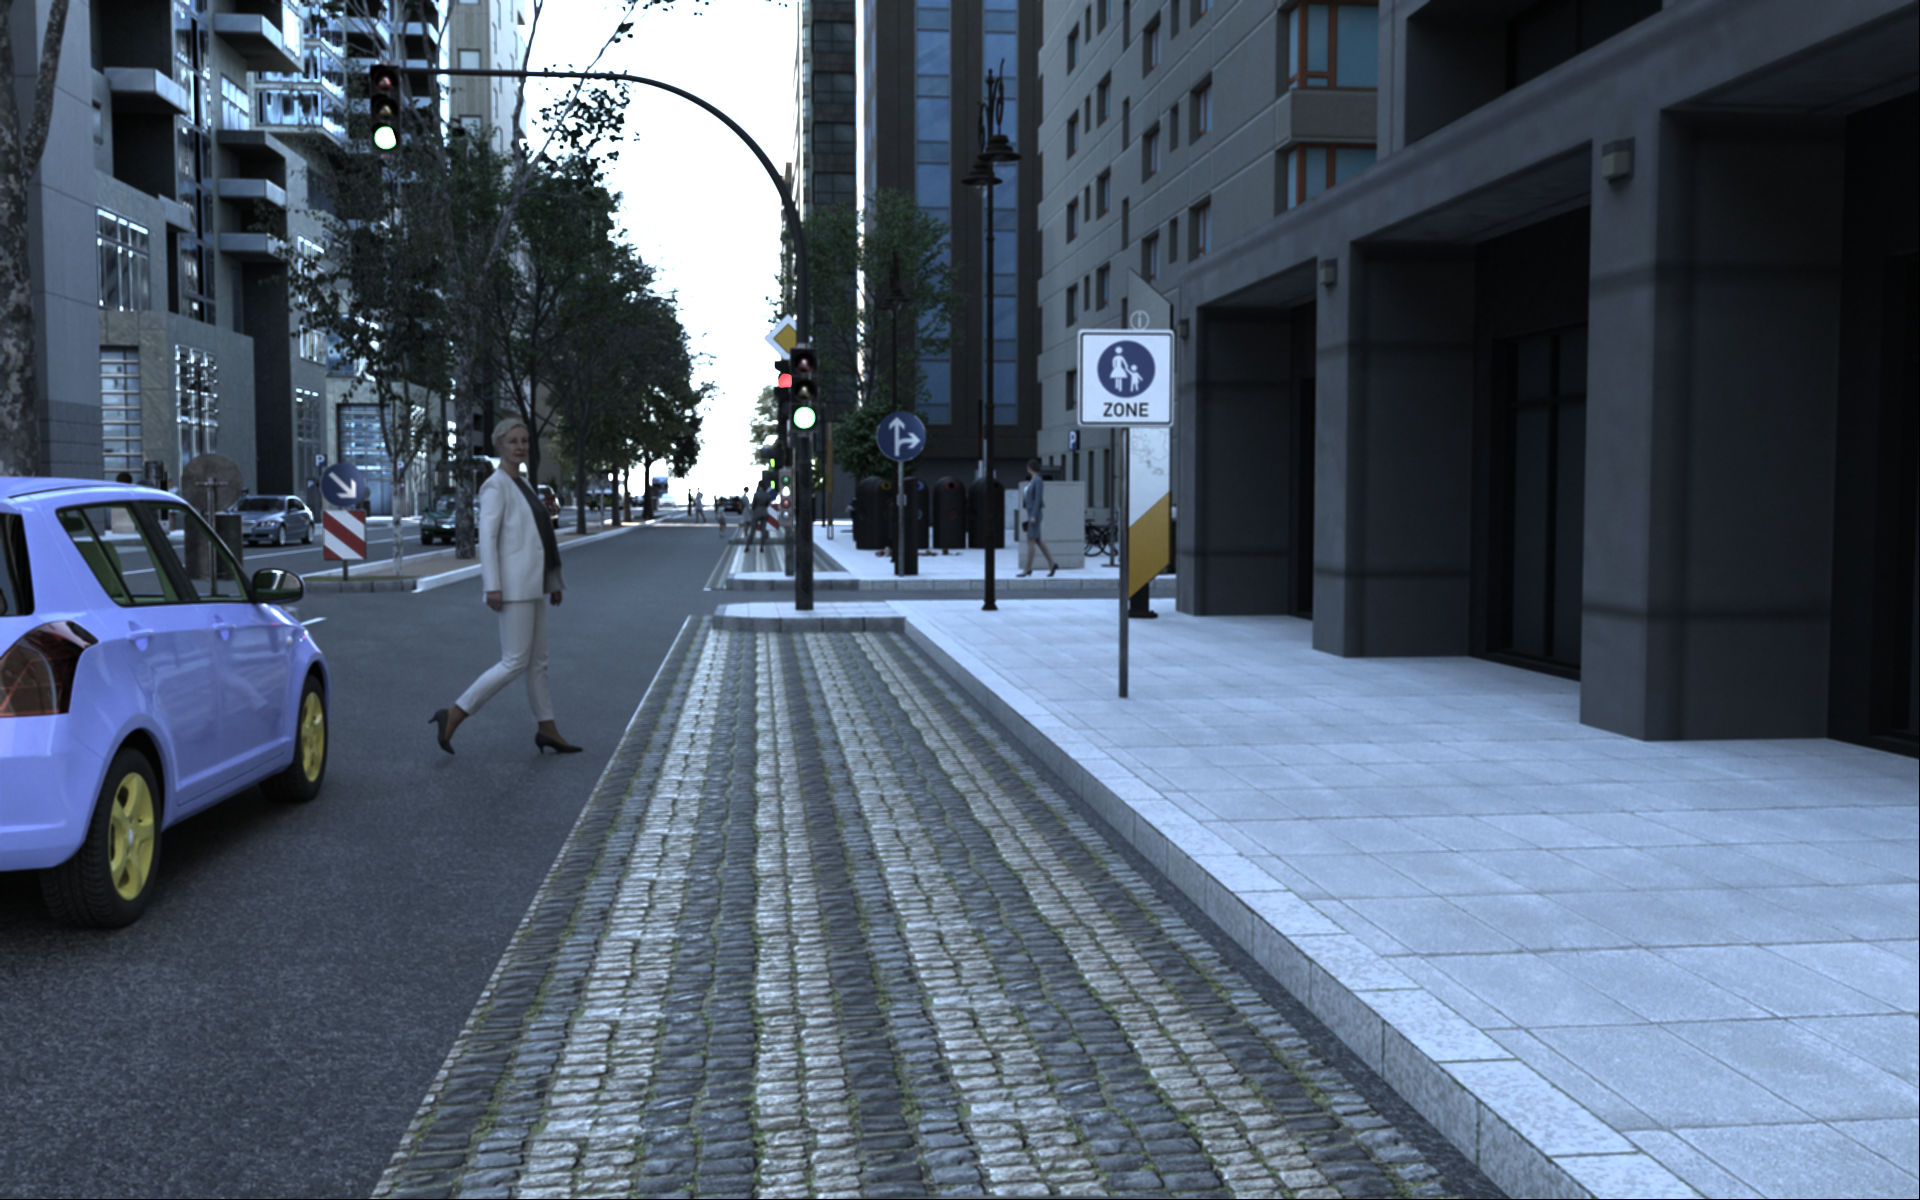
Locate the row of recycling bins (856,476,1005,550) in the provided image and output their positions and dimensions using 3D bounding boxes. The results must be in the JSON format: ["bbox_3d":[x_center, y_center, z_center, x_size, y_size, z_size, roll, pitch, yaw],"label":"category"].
[{"bbox_3d":[-0.701,-2.048,40.604,3.534,1.692,1.069,-1,4,-16],"label":"row of recycling bins"}]

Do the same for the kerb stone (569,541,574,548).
[{"bbox_3d":[-10.341,-1.428,45.550,0.120,0.150,1.000,0,4,-7],"label":"kerb stone"}]

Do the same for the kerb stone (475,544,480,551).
[{"bbox_3d":[-12.317,-1.352,44.350,0.120,0.150,1.000,0,4,-7],"label":"kerb stone"}]

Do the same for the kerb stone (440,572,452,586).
[{"bbox_3d":[-8.186,-0.306,27.239,0.120,0.150,1.000,0,4,-7],"label":"kerb stone"}]

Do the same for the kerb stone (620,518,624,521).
[{"bbox_3d":[-18.057,-4.341,93.191,0.120,0.150,1.000,0,4,-7],"label":"kerb stone"}]

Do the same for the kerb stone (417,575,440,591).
[{"bbox_3d":[-8.067,-0.246,26.218,0.120,0.150,1.000,0,4,-7],"label":"kerb stone"}]

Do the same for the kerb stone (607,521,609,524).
[{"bbox_3d":[-16.621,-3.592,80.978,0.120,0.150,1.000,0,4,-7],"label":"kerb stone"}]

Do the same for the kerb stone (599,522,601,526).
[{"bbox_3d":[-16.144,-3.346,76.910,0.120,0.150,1.000,0,4,-7],"label":"kerb stone"}]

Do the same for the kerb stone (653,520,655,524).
[{"bbox_3d":[-14.526,-3.606,81.176,0.120,0.150,1.000,0,4,-7],"label":"kerb stone"}]

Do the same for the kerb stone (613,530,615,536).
[{"bbox_3d":[-11.898,-2.238,58.783,0.120,0.150,1.000,0,4,-7],"label":"kerb stone"}]

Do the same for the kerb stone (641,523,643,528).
[{"bbox_3d":[-13.570,-3.109,73.037,0.120,0.150,1.000,0,4,-7],"label":"kerb stone"}]

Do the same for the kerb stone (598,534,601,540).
[{"bbox_3d":[-11.302,-1.925,53.691,0.120,0.150,1.000,0,4,-7],"label":"kerb stone"}]

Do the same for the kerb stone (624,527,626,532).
[{"bbox_3d":[-12.494,-2.549,63.876,0.120,0.150,1.000,0,4,-7],"label":"kerb stone"}]

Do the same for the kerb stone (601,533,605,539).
[{"bbox_3d":[-11.414,-1.988,54.707,0.120,0.150,1.000,0,4,-7],"label":"kerb stone"}]

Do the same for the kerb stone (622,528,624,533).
[{"bbox_3d":[-12.371,-2.487,62.861,0.120,0.150,1.000,0,4,-7],"label":"kerb stone"}]

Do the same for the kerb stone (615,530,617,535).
[{"bbox_3d":[-12.015,-2.300,59.798,0.120,0.150,1.000,0,4,-7],"label":"kerb stone"}]

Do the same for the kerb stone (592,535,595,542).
[{"bbox_3d":[-11.060,-1.802,51.657,0.120,0.150,1.000,0,4,-7],"label":"kerb stone"}]

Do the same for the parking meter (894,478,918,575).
[{"bbox_3d":[-0.854,-1.166,27.476,0.372,1.533,0.369,0,3,0],"label":"parking meter"}]

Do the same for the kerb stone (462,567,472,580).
[{"bbox_3d":[-8.428,-0.432,29.269,0.120,0.150,1.000,0,4,-7],"label":"kerb stone"}]

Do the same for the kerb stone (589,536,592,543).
[{"bbox_3d":[-10.942,-1.740,50.642,0.120,0.150,1.000,0,4,-7],"label":"kerb stone"}]

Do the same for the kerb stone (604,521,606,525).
[{"bbox_3d":[-16.378,-3.471,78.948,0.120,0.150,1.000,0,4,-7],"label":"kerb stone"}]

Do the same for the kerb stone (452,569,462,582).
[{"bbox_3d":[-8.308,-0.371,28.254,0.120,0.150,1.000,0,4,-7],"label":"kerb stone"}]

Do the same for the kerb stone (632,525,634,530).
[{"bbox_3d":[-12.966,-2.798,67.946,0.120,0.150,1.000,0,4,-7],"label":"kerb stone"}]

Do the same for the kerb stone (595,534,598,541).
[{"bbox_3d":[-11.184,-1.864,52.672,0.120,0.150,1.000,0,4,-7],"label":"kerb stone"}]

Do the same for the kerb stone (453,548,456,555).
[{"bbox_3d":[-11.824,-1.101,40.270,0.120,0.150,1.000,0,4,-7],"label":"kerb stone"}]

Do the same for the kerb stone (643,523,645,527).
[{"bbox_3d":[-13.682,-3.172,74.052,0.120,0.150,1.000,0,4,-7],"label":"kerb stone"}]

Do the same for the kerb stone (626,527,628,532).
[{"bbox_3d":[-12.620,-2.611,64.891,0.120,0.150,1.000,0,4,-7],"label":"kerb stone"}]

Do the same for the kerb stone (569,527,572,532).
[{"bbox_3d":[-14.708,-2.599,64.686,0.120,0.150,1.000,0,4,-7],"label":"kerb stone"}]

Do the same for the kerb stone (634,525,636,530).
[{"bbox_3d":[-13.095,-2.858,68.961,0.120,0.150,1.000,0,4,-7],"label":"kerb stone"}]

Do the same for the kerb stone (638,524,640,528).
[{"bbox_3d":[-13.336,-2.985,71.000,0.120,0.150,1.000,0,4,-7],"label":"kerb stone"}]

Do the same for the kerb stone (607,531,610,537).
[{"bbox_3d":[-11.654,-2.111,56.742,0.120,0.150,1.000,0,4,-7],"label":"kerb stone"}]

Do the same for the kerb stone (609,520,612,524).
[{"bbox_3d":[-16.853,-3.720,83.015,0.120,0.150,1.000,0,4,-7],"label":"kerb stone"}]

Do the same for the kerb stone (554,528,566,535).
[{"bbox_3d":[-14.473,-2.474,62.652,0.120,0.150,1.000,0,4,-7],"label":"kerb stone"}]

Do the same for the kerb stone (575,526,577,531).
[{"bbox_3d":[-14.950,-2.721,66.729,0.120,0.150,1.000,0,4,-7],"label":"kerb stone"}]

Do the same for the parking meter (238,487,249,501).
[{"bbox_3d":[-26.262,-3.370,63.503,0.372,1.533,0.369,0,3,0],"label":"parking meter"}]

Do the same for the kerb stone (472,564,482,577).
[{"bbox_3d":[-8.541,-0.495,30.285,0.120,0.150,1.000,0,4,-7],"label":"kerb stone"}]

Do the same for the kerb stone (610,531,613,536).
[{"bbox_3d":[-11.776,-2.175,57.761,0.120,0.150,1.000,0,4,-7],"label":"kerb stone"}]

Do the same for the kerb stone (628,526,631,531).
[{"bbox_3d":[-12.729,-2.674,65.916,0.120,0.150,1.000,0,4,-7],"label":"kerb stone"}]

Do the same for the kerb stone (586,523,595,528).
[{"bbox_3d":[-15.774,-3.160,73.862,0.120,0.150,1.000,0,4,-7],"label":"kerb stone"}]

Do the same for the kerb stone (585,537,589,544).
[{"bbox_3d":[-10.826,-1.676,49.621,0.120,0.150,1.000,0,4,-7],"label":"kerb stone"}]

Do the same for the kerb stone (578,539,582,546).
[{"bbox_3d":[-10.577,-1.553,47.588,0.120,0.150,1.000,0,4,-7],"label":"kerb stone"}]

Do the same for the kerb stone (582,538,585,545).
[{"bbox_3d":[-10.693,-1.614,48.608,0.120,0.150,1.000,0,4,-7],"label":"kerb stone"}]

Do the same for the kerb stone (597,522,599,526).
[{"bbox_3d":[-16.022,-3.284,75.891,0.120,0.150,1.000,0,4,-7],"label":"kerb stone"}]

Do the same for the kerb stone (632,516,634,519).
[{"bbox_3d":[-18.771,-4.716,99.305,0.120,0.150,1.000,0,4,-7],"label":"kerb stone"}]

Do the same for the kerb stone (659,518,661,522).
[{"bbox_3d":[-15.127,-3.920,86.280,0.120,0.150,1.000,0,4,-7],"label":"kerb stone"}]

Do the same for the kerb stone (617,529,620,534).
[{"bbox_3d":[-12.141,-2.362,60.821,0.120,0.150,1.000,0,4,-7],"label":"kerb stone"}]

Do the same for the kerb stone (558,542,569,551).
[{"bbox_3d":[-10.226,-1.366,44.530,0.120,0.150,1.000,0,4,-7],"label":"kerb stone"}]

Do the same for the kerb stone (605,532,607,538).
[{"bbox_3d":[-11.537,-2.047,55.727,0.120,0.150,1.000,0,4,-7],"label":"kerb stone"}]

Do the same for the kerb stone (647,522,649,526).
[{"bbox_3d":[-14.053,-3.358,77.097,0.120,0.150,1.000,0,4,-7],"label":"kerb stone"}]

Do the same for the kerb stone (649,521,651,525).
[{"bbox_3d":[-14.160,-3.415,78.125,0.120,0.150,1.000,0,4,-7],"label":"kerb stone"}]

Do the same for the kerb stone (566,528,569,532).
[{"bbox_3d":[-14.580,-2.537,63.668,0.120,0.150,1.000,0,4,-7],"label":"kerb stone"}]

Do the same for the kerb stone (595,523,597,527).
[{"bbox_3d":[-15.901,-3.217,74.876,0.120,0.150,1.000,0,4,-7],"label":"kerb stone"}]

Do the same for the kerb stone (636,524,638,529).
[{"bbox_3d":[-13.214,-2.922,69.986,0.120,0.150,1.000,0,4,-7],"label":"kerb stone"}]

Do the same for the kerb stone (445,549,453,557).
[{"bbox_3d":[-11.702,-1.038,39.249,0.120,0.150,1.000,0,4,-7],"label":"kerb stone"}]

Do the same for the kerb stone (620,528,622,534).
[{"bbox_3d":[-12.256,-2.425,61.837,0.120,0.150,1.000,0,4,-7],"label":"kerb stone"}]

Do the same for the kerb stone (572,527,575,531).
[{"bbox_3d":[-14.814,-2.662,65.712,0.120,0.150,1.000,0,4,-7],"label":"kerb stone"}]

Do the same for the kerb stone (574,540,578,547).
[{"bbox_3d":[-10.458,-1.491,46.572,0.120,0.150,1.000,0,4,-7],"label":"kerb stone"}]
